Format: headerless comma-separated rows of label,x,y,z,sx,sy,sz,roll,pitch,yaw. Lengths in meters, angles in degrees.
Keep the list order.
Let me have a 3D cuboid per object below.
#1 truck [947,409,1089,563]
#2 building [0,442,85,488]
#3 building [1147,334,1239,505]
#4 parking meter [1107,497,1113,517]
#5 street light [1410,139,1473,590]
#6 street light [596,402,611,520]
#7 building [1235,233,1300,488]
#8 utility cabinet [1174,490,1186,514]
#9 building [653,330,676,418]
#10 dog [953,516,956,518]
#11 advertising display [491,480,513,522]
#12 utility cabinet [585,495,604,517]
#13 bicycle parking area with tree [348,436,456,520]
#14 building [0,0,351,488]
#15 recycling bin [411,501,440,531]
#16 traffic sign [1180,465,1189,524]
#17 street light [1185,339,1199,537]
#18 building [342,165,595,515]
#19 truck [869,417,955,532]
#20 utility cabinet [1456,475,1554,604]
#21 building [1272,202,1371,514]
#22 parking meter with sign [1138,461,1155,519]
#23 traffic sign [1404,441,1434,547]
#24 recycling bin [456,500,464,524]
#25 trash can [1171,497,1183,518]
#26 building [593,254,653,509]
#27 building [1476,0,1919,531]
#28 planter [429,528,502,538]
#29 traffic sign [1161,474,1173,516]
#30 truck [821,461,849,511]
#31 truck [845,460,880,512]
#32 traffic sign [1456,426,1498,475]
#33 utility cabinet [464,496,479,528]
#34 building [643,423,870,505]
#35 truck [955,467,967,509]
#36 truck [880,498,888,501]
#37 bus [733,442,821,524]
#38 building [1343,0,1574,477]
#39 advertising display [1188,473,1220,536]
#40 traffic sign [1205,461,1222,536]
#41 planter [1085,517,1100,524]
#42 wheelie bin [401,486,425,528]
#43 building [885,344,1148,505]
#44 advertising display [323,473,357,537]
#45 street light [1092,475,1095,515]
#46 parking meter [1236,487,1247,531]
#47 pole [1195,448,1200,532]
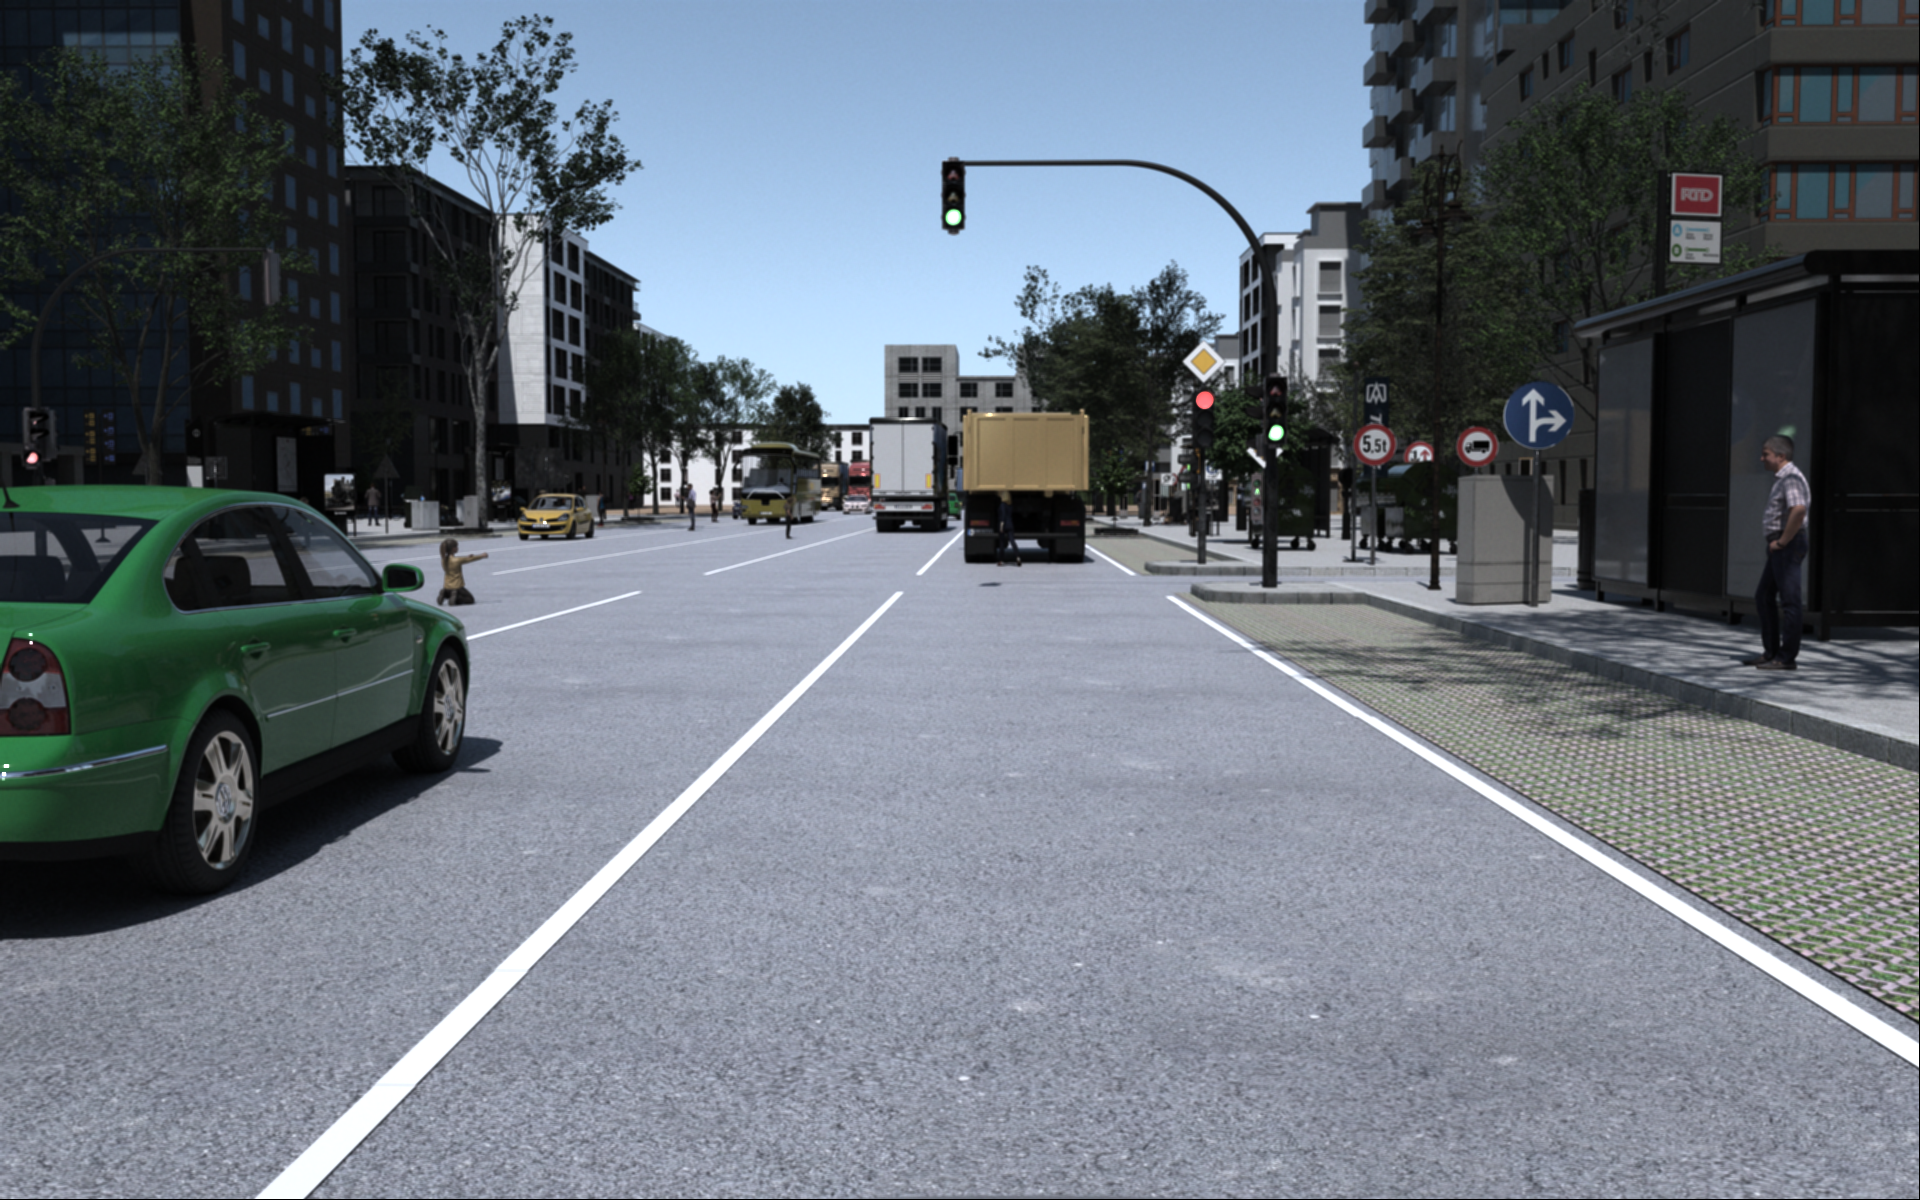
truck,1.379,-2.680,39.748,3.469,3.379,9.791,0,4,1
building,-48.064,-22.360,57.469,32.217,40.220,23.993,0,4,1
building,28.423,-21.728,211.667,11.380,20.091,16.016,0,4,1
parking meter,8.543,-5.515,98.587,0.372,1.533,0.369,0,3,0
street light,6.371,-3.076,23.073,0.468,5.910,1.993,0,4,1
street light,-17.838,-6.975,86.836,0.468,5.910,1.993,0,4,1
building,38.041,-18.816,151.609,27.936,21.610,32.646,0,4,1
utility cabinet,12.807,-5.626,100.664,0.318,1.500,1.173,2,4,32
building,-54.164,-23.016,220.293,32.646,21.610,27.936,0,4,1
dog,-0.280,-5.129,104.056,0.550,0.427,0.748,1,4,21
advertising display,-20.929,-4.520,79.113,0.974,1.923,0.123,1,4,9
utility cabinet,-20.016,-5.127,94.985,1.020,1.237,0.306,-2,4,-30
bicycle parking area with tree,-28.137,-6.226,88.791,9.016,4.147,8.231,1,4,22
building,-39.522,-26.548,84.164,14.600,45.320,14.200,0,4,1
recycling bin,-18.896,-2.976,61.216,0.722,1.027,0.722,3,5,43
traffic sign,9.926,-4.597,75.269,0.768,2.556,0.104,0,4,8
street light,6.998,-4.828,51.727,0.468,5.910,1.993,0,4,1
building,-44.292,-17.156,124.467,27.936,21.610,32.646,0,4,1
truck,-1.846,-4.891,68.887,2.839,4.237,11.283,0,4,3
utility cabinet,6.366,-0.708,20.257,1.173,1.500,0.318,-2,4,-24
building,29.738,-15.999,118.001,16.016,20.091,11.380,0,4,1
parking meter with sign,9.671,-5.732,89.975,0.543,3.016,1.738,1,4,19
traffic sign,11.041,-2.540,41.639,0.768,2.556,0.104,0,4,8
recycling bin,-20.938,-3.735,73.622,0.722,1.027,0.722,0,4,6
trash can,11.443,-4.891,91.622,0.748,1.137,0.748,0,3,0
building,-47.163,-19.126,156.686,32.646,21.610,27.936,0,4,1
building,35.846,-13.062,58.606,28.899,21.520,27.650,0,4,1
planter,-16.239,-2.205,57.197,1.991,0.319,1.994,0,4,1
traffic sign,10.225,-5.108,85.648,0.606,2.300,0.079,0,4,2
truck,-11.355,-9.913,150.989,2.839,4.237,11.283,0,4,1
truck,-7.631,-9.449,143.397,2.839,4.237,11.283,0,4,2
traffic sign,9.665,-1.977,32.436,0.768,2.556,0.104,0,4,6
utility cabinet,-18.493,-3.324,65.512,0.306,1.237,1.020,-2,4,-31
building,-23.616,-16.368,209.755,28.070,9.664,9.099,0,4,1
truck,0.695,-10.963,169.003,2.967,4.110,18.799,0,4,2
truck,-4.151,-8.062,120.727,2.839,4.237,11.283,0,4,1
bus,-8.744,-5.731,85.253,2.896,3.916,12.252,0,4,2
building,33.838,-28.787,90.277,23.786,49.044,30.456,0,4,1
advertising display,7.556,-2.958,53.574,0.974,1.923,0.123,1,4,9
traffic sign,7.607,-3.069,52.311,0.606,2.300,0.079,0,4,7
planter,5.680,-3.807,83.384,1.991,0.319,1.994,0,4,1
wheelie bin,-20.693,-3.530,65.618,0.980,1.594,0.693,0,4,2
building,7.019,-21.206,213.167,31.486,18.905,16.747,0,4,1
advertising display,-18.551,-2.852,51.846,0.974,1.923,0.123,0,4,3
street light,8.211,-8.173,106.410,0.468,5.910,1.993,0,4,1
parking meter,9.892,-3.205,60.815,0.372,1.533,0.369,0,3,0
pole,7.951,-3.933,58.148,0.158,3.312,0.155,0,3,0
